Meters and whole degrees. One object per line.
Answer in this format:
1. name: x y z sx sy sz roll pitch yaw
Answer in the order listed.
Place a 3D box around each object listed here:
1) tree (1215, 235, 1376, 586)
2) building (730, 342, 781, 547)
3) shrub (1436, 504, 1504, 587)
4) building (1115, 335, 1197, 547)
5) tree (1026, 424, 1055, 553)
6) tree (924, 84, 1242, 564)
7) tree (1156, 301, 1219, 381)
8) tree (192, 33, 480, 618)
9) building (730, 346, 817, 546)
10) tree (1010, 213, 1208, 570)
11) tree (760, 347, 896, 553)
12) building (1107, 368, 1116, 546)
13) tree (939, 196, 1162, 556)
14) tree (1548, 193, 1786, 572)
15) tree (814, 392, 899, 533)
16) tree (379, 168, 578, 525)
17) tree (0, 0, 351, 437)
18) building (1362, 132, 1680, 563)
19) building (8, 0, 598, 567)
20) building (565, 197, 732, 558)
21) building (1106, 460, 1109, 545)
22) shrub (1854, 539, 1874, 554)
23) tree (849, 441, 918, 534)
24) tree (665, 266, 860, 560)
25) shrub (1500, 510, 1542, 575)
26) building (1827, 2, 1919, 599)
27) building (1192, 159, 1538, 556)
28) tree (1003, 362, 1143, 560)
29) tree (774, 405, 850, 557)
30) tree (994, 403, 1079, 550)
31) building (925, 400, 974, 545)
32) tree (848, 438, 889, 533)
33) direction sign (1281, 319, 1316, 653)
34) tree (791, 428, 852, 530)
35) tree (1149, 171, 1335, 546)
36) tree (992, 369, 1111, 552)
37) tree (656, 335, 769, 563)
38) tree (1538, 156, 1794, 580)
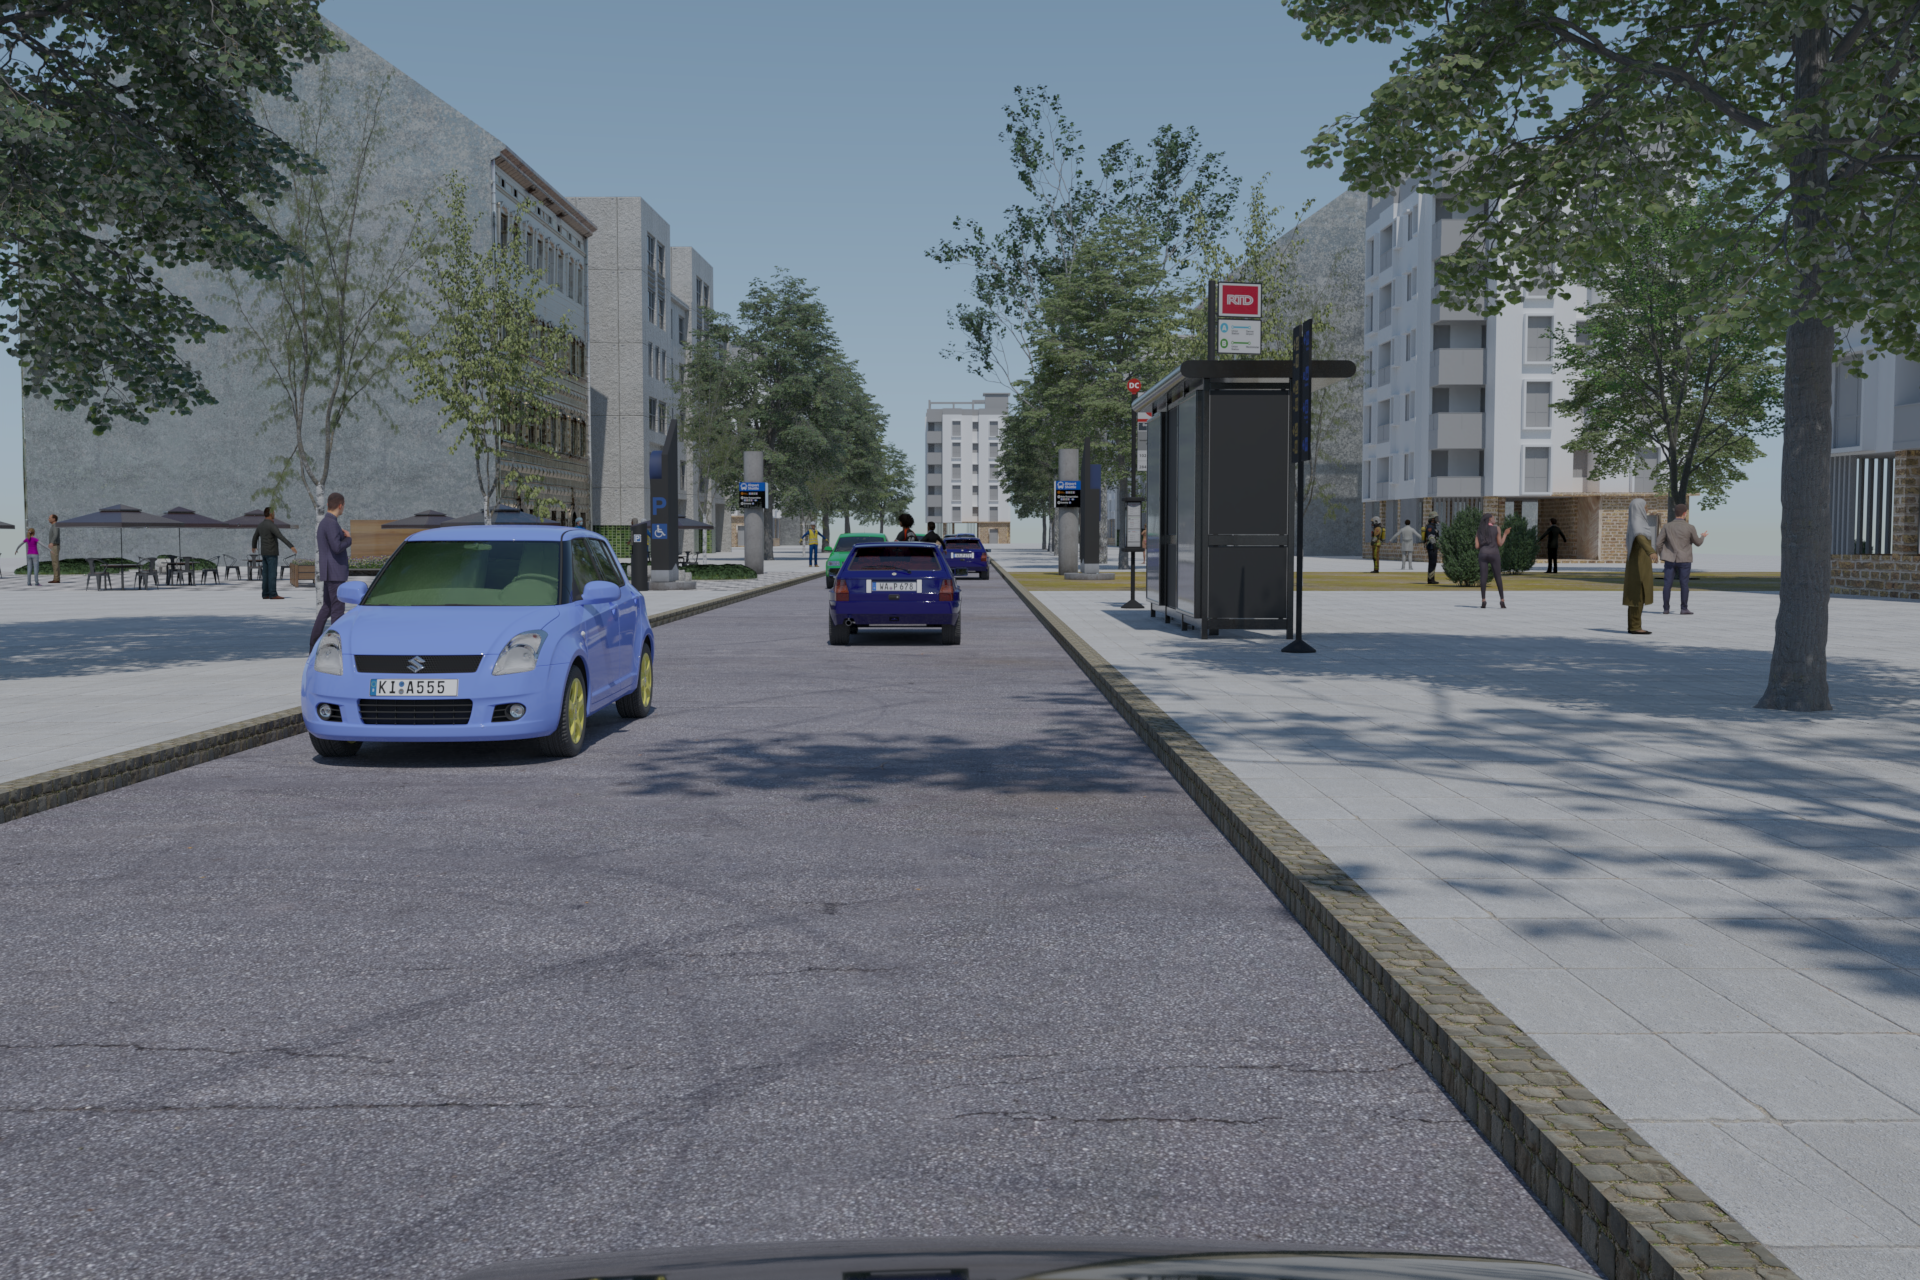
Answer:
1. tree: 8.523 -5.633 42.459 4.360 8.622 3.978 0 3 0
2. building: -24.036 -19.272 171.520 16.016 20.090 11.380 0 4 -1
3. shrub: 12.367 -2.296 41.962 1.690 2.028 1.600 0 3 0
4. building: 24.380 -18.087 162.184 16.747 18.905 31.486 0 3 0
5. tree: 5.835 -10.080 115.164 4.360 8.622 3.978 0 3 0
6. tree: 4.794 -13.394 74.885 12.611 20.169 13.585 0 3 0
7. tree: 7.951 -6.365 54.436 4.737 8.622 4.395 0 3 0
8. tree: -9.859 -4.627 26.021 4.360 8.622 3.978 0 3 0
9. building: -26.761 -22.594 200.339 19.493 23.208 18.063 0 4 1
10. tree: 5.502 -8.809 62.153 7.486 12.596 7.792 0 3 0
11. tree: -9.198 -12.869 117.070 9.857 13.997 8.962 0 3 0
12. building: 21.741 -20.709 195.013 16.016 20.090 11.380 0 4 0
13. tree: 5.176 -14.910 99.667 12.611 20.169 13.585 0 3 0
14. tree: 23.834 -8.562 58.109 7.486 12.596 7.792 0 3 0
15. tree: -8.480 -13.135 132.888 7.486 12.596 7.792 0 3 0
16. tree: -9.628 -5.186 35.155 4.737 8.622 4.395 0 3 0
17. tree: -9.824 -6.633 15.099 9.857 13.997 8.962 0 3 0
18. building: 25.940 -14.167 88.046 16.016 20.090 11.380 0 4 0
19. building: -27.483 -15.014 76.405 19.493 23.208 18.063 0 4 -1
20. building: -24.834 -14.708 106.933 16.747 18.905 31.486 0 4 1
21. building: 22.316 -21.750 212.036 16.016 20.090 11.380 0 4 0
22. shrub: 25.386 -2.317 49.006 1.383 1.207 1.383 0 3 0
23. tree: -10.512 -20.036 234.235 9.857 13.997 8.962 0 3 0
24. tree: -9.404 -10.856 84.149 9.857 13.997 8.962 0 3 0
25. shrub: 17.373 -3.053 54.335 1.690 2.028 1.600 0 3 0
26. building: 23.650 -10.971 35.796 16.016 20.090 11.380 0 4 0
27. building: 25.393 -17.026 109.305 19.493 23.208 18.063 0 4 0
28. tree: 6.214 -9.348 87.253 8.767 10.594 7.601 0 4 8
29. tree: -9.036 -9.024 97.901 4.360 8.622 3.978 0 3 0
30. tree: 6.373 -13.515 139.093 7.486 12.596 7.792 0 3 0
31. building: -4.389 -23.040 235.585 11.380 20.090 16.016 0 4 -1
32. tree: -9.509 -12.856 144.613 7.601 10.594 8.767 0 4 -6
33. direction sign: 3.680 -1.634 18.715 0.379 3.537 0.876 0 4 0
34. tree: -9.549 -9.699 108.936 4.360 8.622 3.978 0 3 0
35. tree: 5.691 -5.245 36.121 4.737 8.622 4.395 0 3 0
36. tree: 6.592 -13.350 124.922 9.857 13.997 8.962 0 3 0
37. tree: -9.865 -7.021 65.158 4.360 8.622 3.978 0 3 0
38. tree: 20.197 -7.501 48.389 9.928 11.665 9.643 0 3 0
